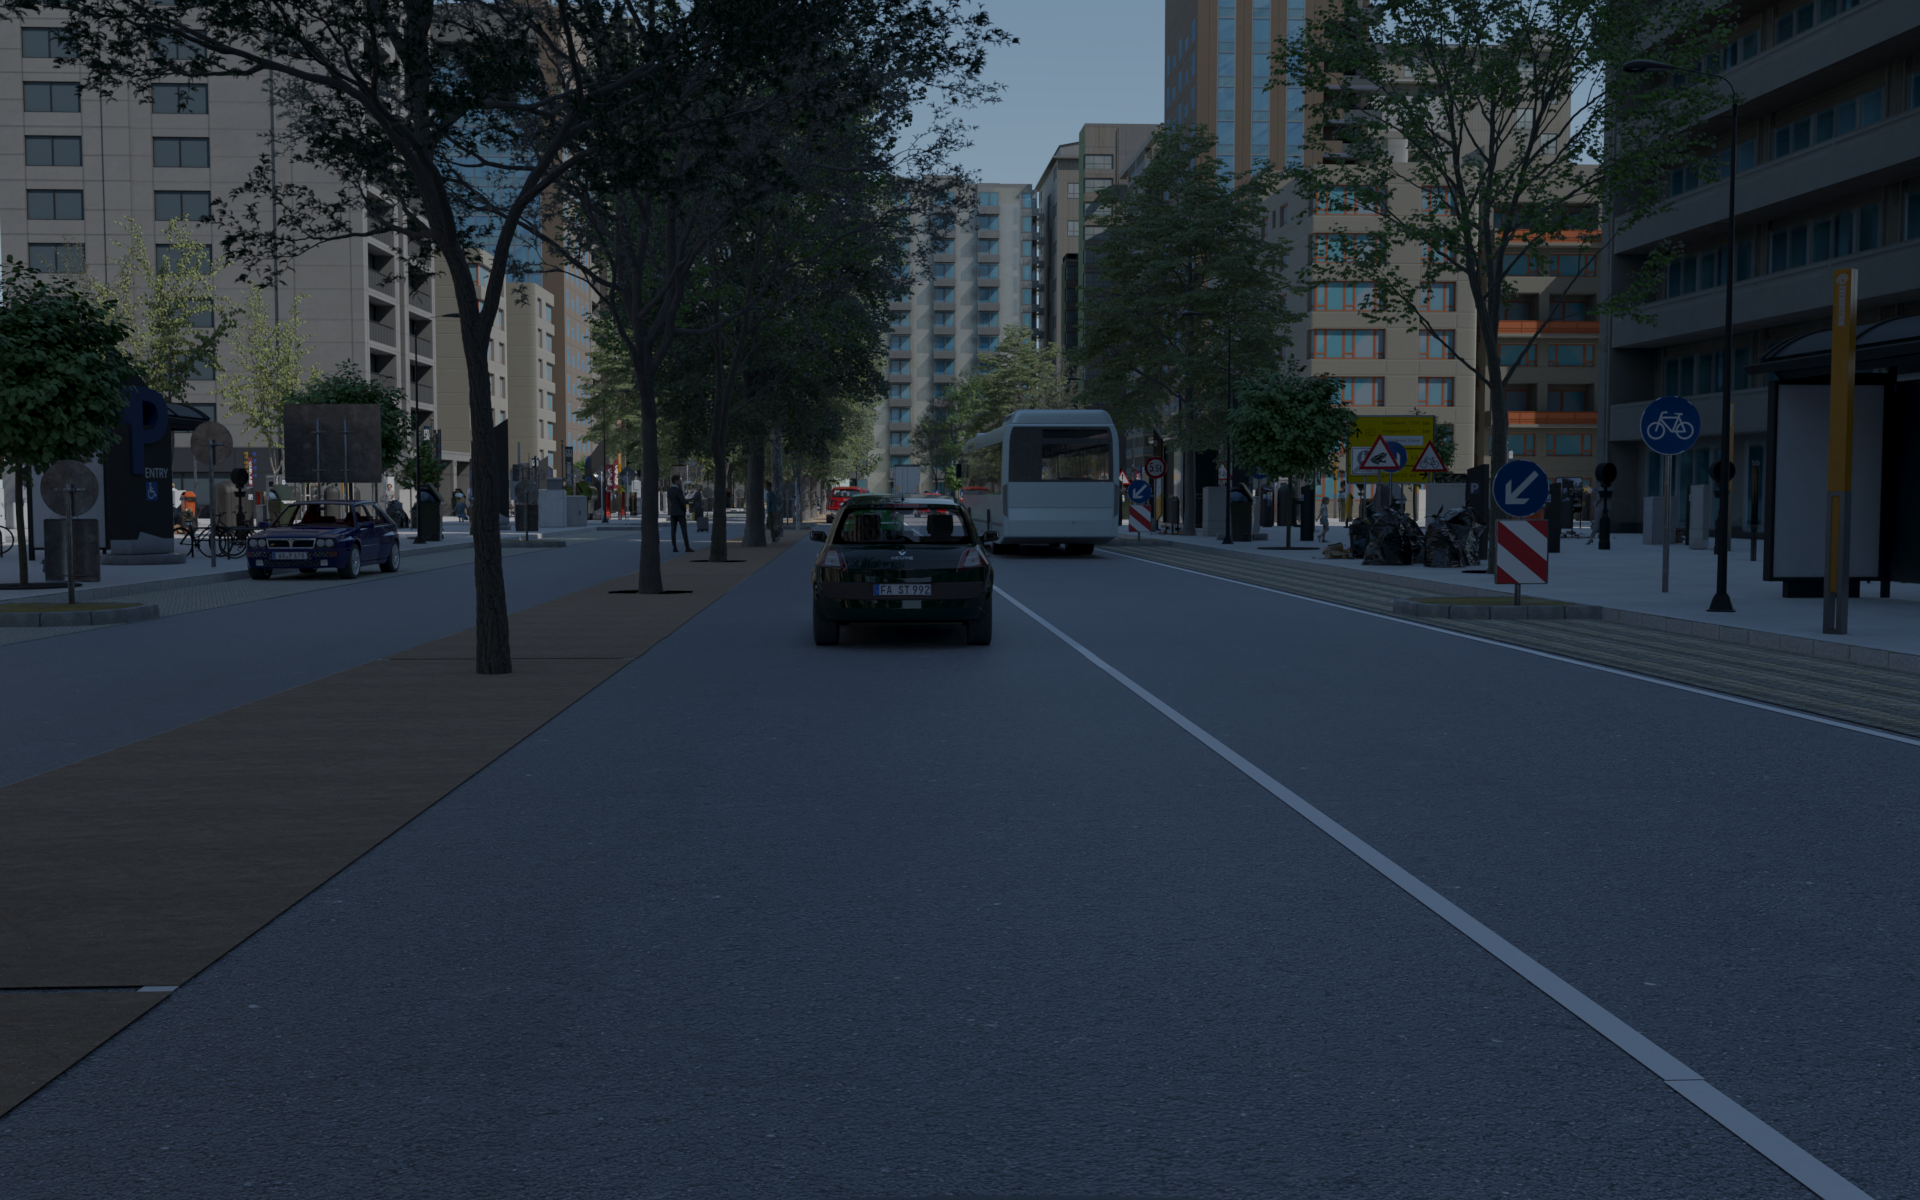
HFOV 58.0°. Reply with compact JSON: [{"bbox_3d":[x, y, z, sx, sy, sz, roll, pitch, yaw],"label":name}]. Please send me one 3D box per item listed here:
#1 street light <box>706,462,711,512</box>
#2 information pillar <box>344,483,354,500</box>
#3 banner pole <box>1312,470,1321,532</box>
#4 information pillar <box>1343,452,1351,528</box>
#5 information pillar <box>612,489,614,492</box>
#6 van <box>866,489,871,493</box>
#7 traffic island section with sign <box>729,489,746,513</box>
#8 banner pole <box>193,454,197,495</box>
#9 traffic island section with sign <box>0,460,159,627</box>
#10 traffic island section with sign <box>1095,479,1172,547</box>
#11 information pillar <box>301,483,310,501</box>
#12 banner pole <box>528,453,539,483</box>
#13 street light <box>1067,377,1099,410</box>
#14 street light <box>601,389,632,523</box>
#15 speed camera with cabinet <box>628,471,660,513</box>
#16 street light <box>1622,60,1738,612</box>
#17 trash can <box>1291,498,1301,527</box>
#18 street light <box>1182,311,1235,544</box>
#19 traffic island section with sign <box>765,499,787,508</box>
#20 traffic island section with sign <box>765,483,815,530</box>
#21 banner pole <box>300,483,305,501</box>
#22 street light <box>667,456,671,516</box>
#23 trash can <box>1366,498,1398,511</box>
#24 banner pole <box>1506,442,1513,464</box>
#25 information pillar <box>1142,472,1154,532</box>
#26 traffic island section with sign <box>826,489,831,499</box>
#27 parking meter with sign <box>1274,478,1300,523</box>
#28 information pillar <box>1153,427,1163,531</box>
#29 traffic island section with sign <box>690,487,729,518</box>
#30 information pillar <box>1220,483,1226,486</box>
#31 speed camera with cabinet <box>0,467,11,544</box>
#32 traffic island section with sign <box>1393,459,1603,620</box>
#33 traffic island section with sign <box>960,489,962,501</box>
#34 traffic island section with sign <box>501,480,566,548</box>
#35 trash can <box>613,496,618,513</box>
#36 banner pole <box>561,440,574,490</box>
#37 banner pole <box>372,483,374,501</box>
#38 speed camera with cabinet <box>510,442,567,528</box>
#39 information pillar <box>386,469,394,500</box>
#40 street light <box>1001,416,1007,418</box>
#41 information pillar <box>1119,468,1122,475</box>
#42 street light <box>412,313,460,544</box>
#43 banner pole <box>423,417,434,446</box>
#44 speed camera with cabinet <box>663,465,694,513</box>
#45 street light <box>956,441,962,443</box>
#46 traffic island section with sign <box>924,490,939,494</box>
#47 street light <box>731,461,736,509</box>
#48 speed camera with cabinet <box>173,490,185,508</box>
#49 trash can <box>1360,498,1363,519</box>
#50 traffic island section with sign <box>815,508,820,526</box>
[{"bbox_3d":[-17.962,-9.454,127.117,1.470,5.913,1.316,0,4,-3],"label":"street light"},{"bbox_3d":[-26.858,-4.381,76.114,0.304,2.012,0.304,2,4,33],"label":"information pillar"},{"bbox_3d":[12.539,-4.330,60.817,0.401,3.779,0.863,2,4,32],"label":"banner pole"},{"bbox_3d":[14.569,-4.507,65.037,0.183,3.616,0.504,0,4,-1],"label":"information pillar"},{"bbox_3d":[-30.049,-8.887,149.792,0.304,2.012,0.304,-1,4,-13],"label":"information pillar"},{"bbox_3d":[-8.350,-8.684,148.992,2.013,2.044,4.112,0,4,-3],"label":"van"},{"bbox_3d":[-16.329,-7.354,128.858,1.989,1.847,2.006,0,4,-3],"label":"traffic island section with sign"},{"bbox_3d":[-33.367,-5.235,75.609,0.401,3.779,0.863,-2,4,-31],"label":"banner pole"},{"bbox_3d":[-10.222,-0.662,19.456,1.989,1.847,2.006,0,4,-3],"label":"traffic island section with sign"},{"bbox_3d":[4.742,-2.404,47.936,1.989,1.847,2.006,0,4,-3],"label":"traffic island section with sign"},{"bbox_3d":[-30.602,-4.679,80.989,0.304,2.012,0.304,2,4,25],"label":"information pillar"},{"bbox_3d":[-25.932,-7.047,105.227,0.863,3.779,0.401,-2,4,-35],"label":"banner pole"},{"bbox_3d":[4.956,-5.905,69.081,1.470,5.913,1.316,0,4,-3],"label":"street light"},{"bbox_3d":[-15.254,-6.387,76.965,1.470,5.913,1.316,0,4,-3],"label":"street light"},{"bbox_3d":[-21.173,-7.442,116.013,2.038,3.252,0.660,-3,4,-36],"label":"speed camera with cabinet"},{"bbox_3d":[7.780,-2.825,18.730,1.470,5.913,1.316,0,4,-3],"label":"street light"},{"bbox_3d":[13.131,-3.383,66.957,0.748,1.137,0.748,0,3,0],"label":"trash can"},{"bbox_3d":[6.326,-4.383,44.206,1.470,5.913,1.316,0,4,-3],"label":"street light"},{"bbox_3d":[-19.170,-10.472,179.847,1.989,1.847,2.006,0,4,-3],"label":"traffic island section with sign"},{"bbox_3d":[-6.999,-3.778,69.905,2.006,1.907,1.989,0,4,-3],"label":"traffic island section with sign"},{"bbox_3d":[-20.377,-3.891,53.641,0.401,3.779,0.863,-2,4,-30],"label":"banner pole"},{"bbox_3d":[-16.602,-7.925,102.118,1.470,5.913,1.316,0,4,-3],"label":"street light"},{"bbox_3d":[12.922,-2.506,52.627,0.748,1.137,0.748,0,3,0],"label":"trash can"},{"bbox_3d":[26.465,-5.719,83.514,0.863,3.779,0.401,-3,5,-45],"label":"banner pole"},{"bbox_3d":[6.408,-3.326,58.877,0.304,2.012,0.304,-3,4,-37],"label":"information pillar"},{"bbox_3d":[-11.602,-8.819,152.322,2.006,1.907,1.989,0,4,-3],"label":"traffic island section with sign"},{"bbox_3d":[14.535,-5.003,78.054,1.738,3.016,0.543,-1,4,-12],"label":"parking meter with sign"},{"bbox_3d":[6.920,-4.237,60.628,0.183,3.616,0.504,-2,4,-29],"label":"information pillar"},{"bbox_3d":[-14.814,-5.703,101.875,1.989,1.847,2.006,0,4,-3],"label":"traffic island section with sign"},{"bbox_3d":[16.764,-6.467,110.226,0.304,2.012,0.304,2,4,35],"label":"information pillar"},{"bbox_3d":[-24.946,-3.093,44.906,0.660,3.252,2.038,1,4,21],"label":"speed camera with cabinet"},{"bbox_3d":[6.266,-0.731,20.574,1.989,1.847,2.006,0,4,-3],"label":"traffic island section with sign"},{"bbox_3d":[0.149,-7.431,130.118,1.989,1.847,2.006,0,4,-3],"label":"traffic island section with sign"},{"bbox_3d":[-11.734,-2.332,46.764,1.989,1.847,2.006,0,4,-3],"label":"traffic island section with sign"},{"bbox_3d":[-23.554,-6.472,117.464,0.748,1.137,0.748,0,3,0],"label":"trash can"},{"bbox_3d":[-18.117,-5.489,79.759,0.401,3.779,0.863,3,5,39],"label":"banner pole"},{"bbox_3d":[-23.214,-4.809,68.637,0.401,3.779,0.863,-2,4,-35],"label":"banner pole"},{"bbox_3d":[-16.164,-4.407,66.384,2.038,3.252,0.660,0,4,-5],"label":"speed camera with cabinet"},{"bbox_3d":[-27.393,-5.623,83.291,0.183,3.616,0.504,1,4,20],"label":"information pillar"},{"bbox_3d":[3.150,-7.957,102.646,1.470,5.913,1.316,0,4,-3],"label":"street light"},{"bbox_3d":[13.895,-9.741,150.624,0.504,3.616,0.183,1,4,9],"label":"information pillar"},{"bbox_3d":[-13.403,-4.403,44.531,1.470,5.913,1.316,0,4,-3],"label":"street light"},{"bbox_3d":[-17.152,-4.036,56.008,0.401,3.779,0.863,0,4,7],"label":"banner pole"},{"bbox_3d":[-19.136,-7.550,117.783,2.038,3.252,0.660,-2,4,-28],"label":"speed camera with cabinet"},{"bbox_3d":[0.323,-11.035,152.956,1.470,5.913,1.316,0,4,-3],"label":"street light"},{"bbox_3d":[-2.622,-10.470,179.819,1.989,1.847,2.006,0,4,-3],"label":"traffic island section with sign"},{"bbox_3d":[-19.329,-10.964,151.799,1.470,5.913,1.316,0,4,-3],"label":"street light"},{"bbox_3d":[-36.551,-5.248,80.138,2.038,3.252,0.660,3,5,40],"label":"speed camera with cabinet"},{"bbox_3d":[13.790,-2.840,58.093,0.748,1.137,0.748,0,3,0],"label":"trash can"},{"bbox_3d":[-7.402,-4.230,77.301,2.006,1.907,1.989,0,4,-3],"label":"traffic island section with sign"}]
